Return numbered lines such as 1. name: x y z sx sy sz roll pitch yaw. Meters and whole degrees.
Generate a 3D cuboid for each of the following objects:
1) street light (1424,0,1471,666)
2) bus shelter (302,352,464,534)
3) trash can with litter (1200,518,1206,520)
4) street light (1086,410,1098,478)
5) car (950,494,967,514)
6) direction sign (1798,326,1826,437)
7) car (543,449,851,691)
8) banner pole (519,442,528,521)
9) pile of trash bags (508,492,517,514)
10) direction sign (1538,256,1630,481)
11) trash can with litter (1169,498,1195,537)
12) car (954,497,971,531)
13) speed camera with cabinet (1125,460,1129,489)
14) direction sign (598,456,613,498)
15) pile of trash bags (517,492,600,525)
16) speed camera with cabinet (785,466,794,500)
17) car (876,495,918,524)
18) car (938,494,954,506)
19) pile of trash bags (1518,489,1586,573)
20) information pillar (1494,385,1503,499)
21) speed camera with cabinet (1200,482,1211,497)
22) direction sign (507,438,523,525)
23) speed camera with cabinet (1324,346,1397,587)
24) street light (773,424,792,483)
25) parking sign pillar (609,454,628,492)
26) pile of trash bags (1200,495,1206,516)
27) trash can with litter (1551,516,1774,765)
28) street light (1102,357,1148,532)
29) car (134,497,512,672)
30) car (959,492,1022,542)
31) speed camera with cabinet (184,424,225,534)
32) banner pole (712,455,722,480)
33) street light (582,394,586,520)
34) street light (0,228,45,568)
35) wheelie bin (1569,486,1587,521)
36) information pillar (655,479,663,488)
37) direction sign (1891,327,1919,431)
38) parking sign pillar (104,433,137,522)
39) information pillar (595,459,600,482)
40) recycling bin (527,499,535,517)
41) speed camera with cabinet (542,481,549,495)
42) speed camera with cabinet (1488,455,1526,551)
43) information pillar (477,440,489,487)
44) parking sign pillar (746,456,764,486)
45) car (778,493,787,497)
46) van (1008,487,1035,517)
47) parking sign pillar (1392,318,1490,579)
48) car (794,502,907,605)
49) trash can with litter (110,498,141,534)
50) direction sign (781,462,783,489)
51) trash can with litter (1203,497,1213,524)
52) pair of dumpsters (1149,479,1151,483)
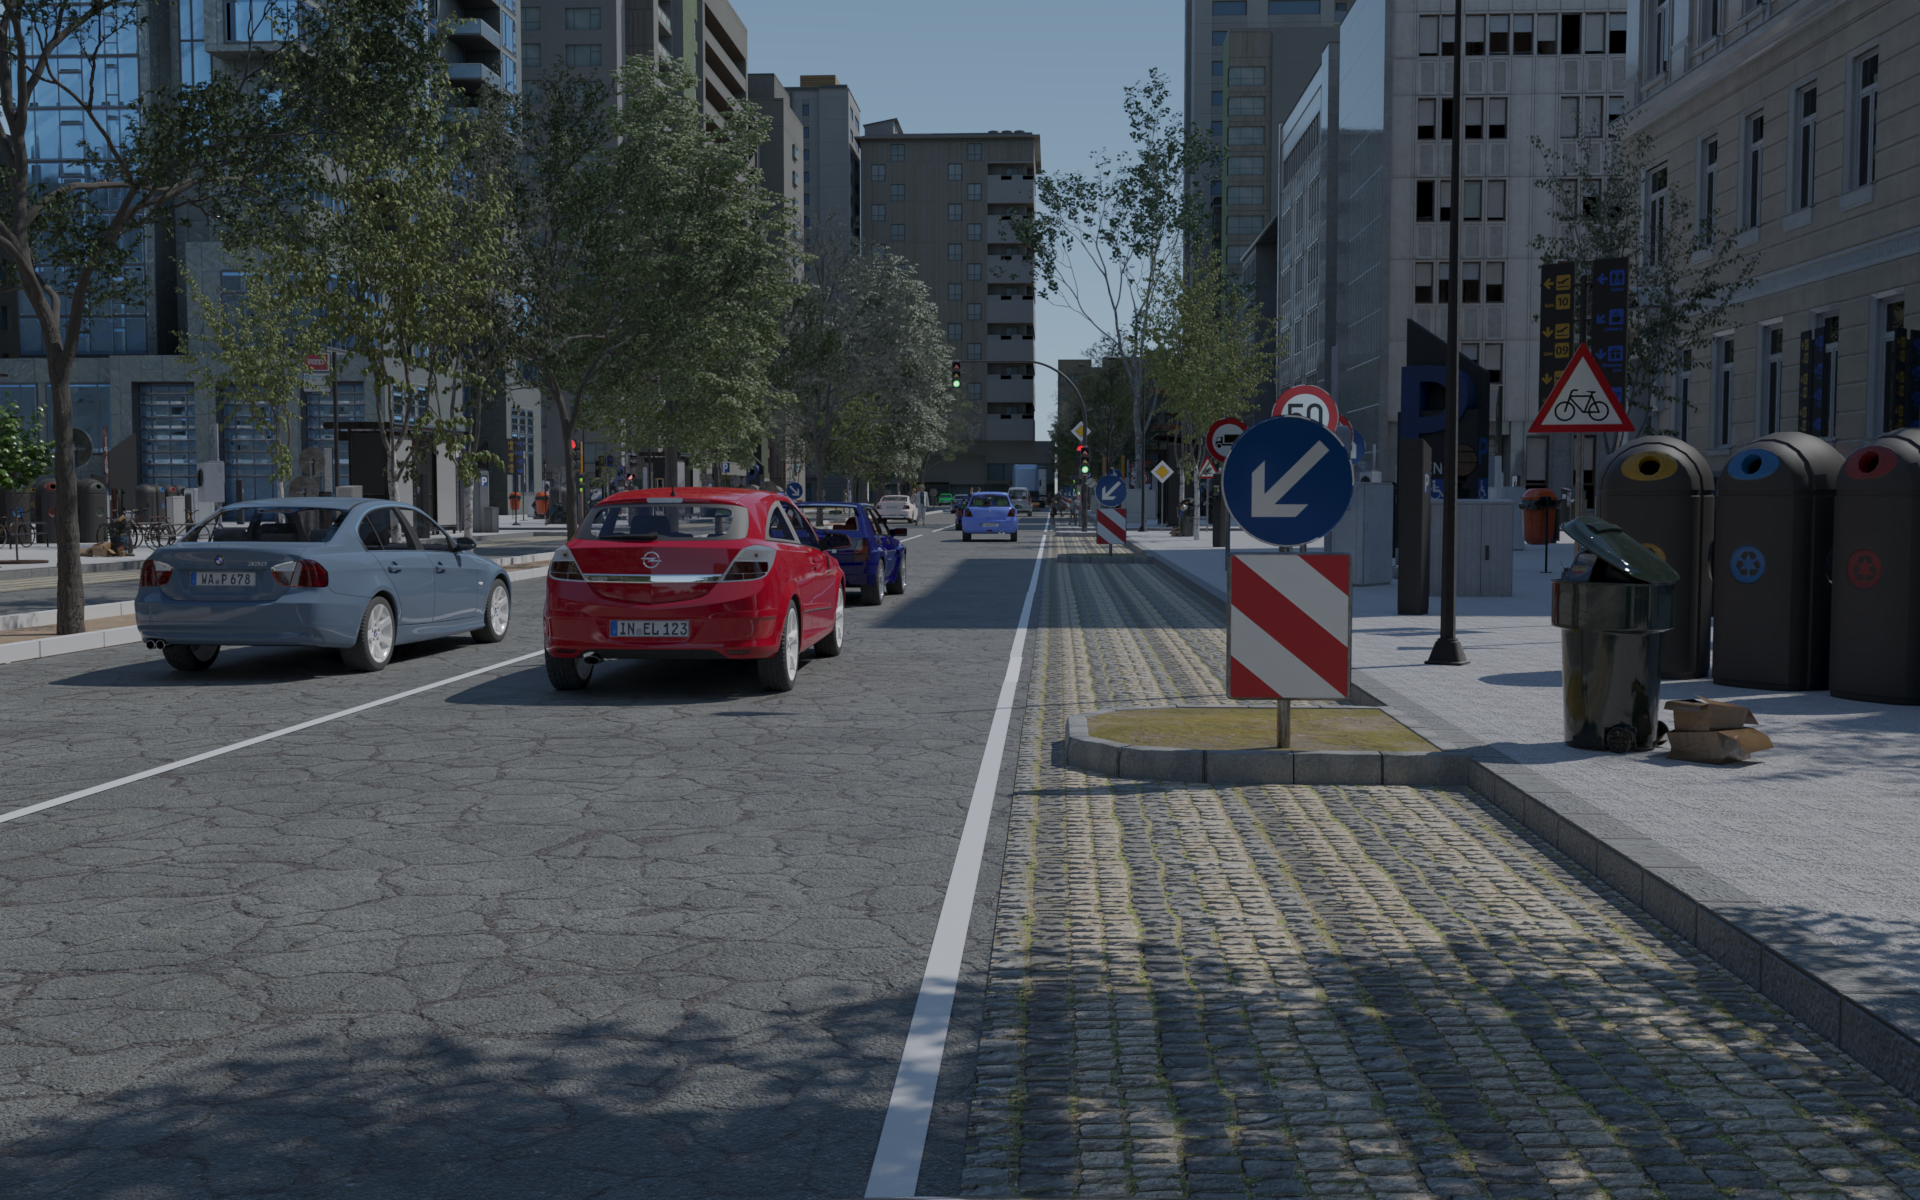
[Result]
1. street light: 3.146 -2.472 12.954 1.470 5.913 1.316 0 4 3
2. bus shelter: -17.291 -4.519 51.521 2.179 5.291 8.768 0 4 3
3. trash can with litter: 12.150 -4.619 86.573 2.233 1.210 1.678 -1 4 -18
4. street light: 7.616 -7.531 95.666 1.470 5.913 1.316 0 4 3
5. car: 0.261 -7.055 127.352 2.014 1.417 4.499 0 4 3
6. direction sign: 11.714 -1.950 23.881 0.379 3.537 0.876 0 4 7
7. car: -2.013 -0.309 14.092 2.155 1.783 4.494 0 4 3
8. banner pole: -21.013 -5.716 83.480 0.401 3.779 0.863 0 4 -2
9. pile of trash bags: -21.361 -4.796 88.174 3.447 1.369 1.912 1 4 12
10. direction sign: 6.058 -1.523 16.902 0.876 3.537 0.379 3 5 45
11. trash can with litter: 6.655 -2.492 52.139 0.624 1.170 1.055 -2 4 -27
12. car: 0.725 -3.474 69.380 1.945 1.354 3.894 0 4 2
13. speed camera with cabinet: 10.323 -6.428 99.429 2.038 3.252 0.660 3 4 38
14. direction sign: -20.864 -6.731 102.041 0.876 3.537 0.379 -2 4 -30
15. pile of trash bags: -16.737 -3.896 73.455 1.912 1.369 3.447 2 4 28
16. speed camera with cabinet: -11.764 -7.735 120.799 0.660 3.252 2.038 0 4 3
17. car: -3.102 -4.469 85.424 2.083 1.381 4.827 0 4 3
18. car: -1.646 -12.039 205.636 1.959 1.807 4.718 0 4 2
19. pile of trash bags: 10.855 -1.152 28.593 3.447 1.369 1.912 -1 4 -11
20. information pillar: 11.700 -2.832 37.653 0.183 3.616 0.504 1 4 10
21. speed camera with cabinet: 18.856 -8.657 135.877 0.660 3.252 2.038 -2 4 -25
22. direction sign: -18.180 -4.822 70.829 0.379 3.537 0.876 2 4 30
23. speed camera with cabinet: 5.313 -1.811 23.952 0.660 3.252 2.038 3 4 38
24. street light: -11.746 -8.647 113.926 1.470 5.913 1.316 0 4 3
25. parking sign pillar: -22.908 -7.808 116.129 1.447 3.967 1.447 3 4 37
26. pile of trash bags: 14.562 -5.578 100.958 3.447 1.369 1.912 -2 4 -27
27. trash can with litter: 3.497 0.169 8.617 0.624 1.170 1.055 -3 5 -42
28. street light: 5.663 -5.265 58.625 1.470 5.913 1.316 0 4 3
29. car: -5.430 -0.202 15.312 2.014 1.417 4.499 0 4 5
30. car: 0.940 -2.672 53.283 1.945 1.707 3.694 0 4 2
31. speed camera with cabinet: -21.449 -3.350 49.113 0.660 3.252 2.038 -3 4 -38
32. banner pole: -15.677 -7.474 112.216 0.863 3.779 0.401 -2 4 -26
33. street light: -14.257 -5.840 68.024 1.470 5.913 1.316 0 4 3
34. street light: -16.340 -3.510 29.926 1.470 5.913 1.316 0 4 3
35. wheelie bin: 23.536 -3.568 66.243 0.693 1.594 0.980 -1 4 -23
36. information pillar: -14.200 -4.732 81.859 0.304 2.012 0.304 -2 4 -26
37. direction sign: 13.003 -1.948 23.843 0.876 3.537 0.379 -3 5 -41
38. parking sign pillar: -36.725 -5.339 75.769 1.447 3.967 1.447 2 4 32
39. information pillar: -24.368 -7.676 116.850 0.504 3.616 0.183 -1 4 -22
40. recycling bin: -23.426 -5.066 95.388 0.722 1.027 0.722 0 4 -6
41. speed camera with cabinet: -28.699 -7.536 117.549 0.660 3.252 2.038 1 4 23
42. speed camera with cabinet: 12.427 -2.799 40.102 0.660 3.252 2.038 0 4 -6
43. information pillar: -20.566 -5.101 74.752 0.504 3.616 0.183 1 4 14
44. parking sign pillar: -13.161 -7.516 111.355 1.447 3.967 1.447 3 5 40
45. car: -8.696 -4.301 79.912 1.945 1.707 3.694 0 4 1
46. van: 3.788 -6.365 111.080 2.013 2.044 4.112 0 4 4
47. parking sign pillar: 7.293 -2.306 26.175 1.447 3.967 1.447 3 5 41
48. car: -1.744 -0.680 23.698 1.945 1.354 3.894 0 4 5
49. trash can with litter: -27.507 -2.763 56.239 1.678 1.210 2.233 -2 4 -35
50. direction sign: -12.558 -7.967 122.254 0.379 3.537 0.876 0 4 -2
51. trash can with litter: 10.763 -3.843 74.224 0.624 1.170 1.055 1 4 13
52. pair of dumpsters: 11.691 -6.184 103.602 1.574 2.255 4.437 0 4 3
